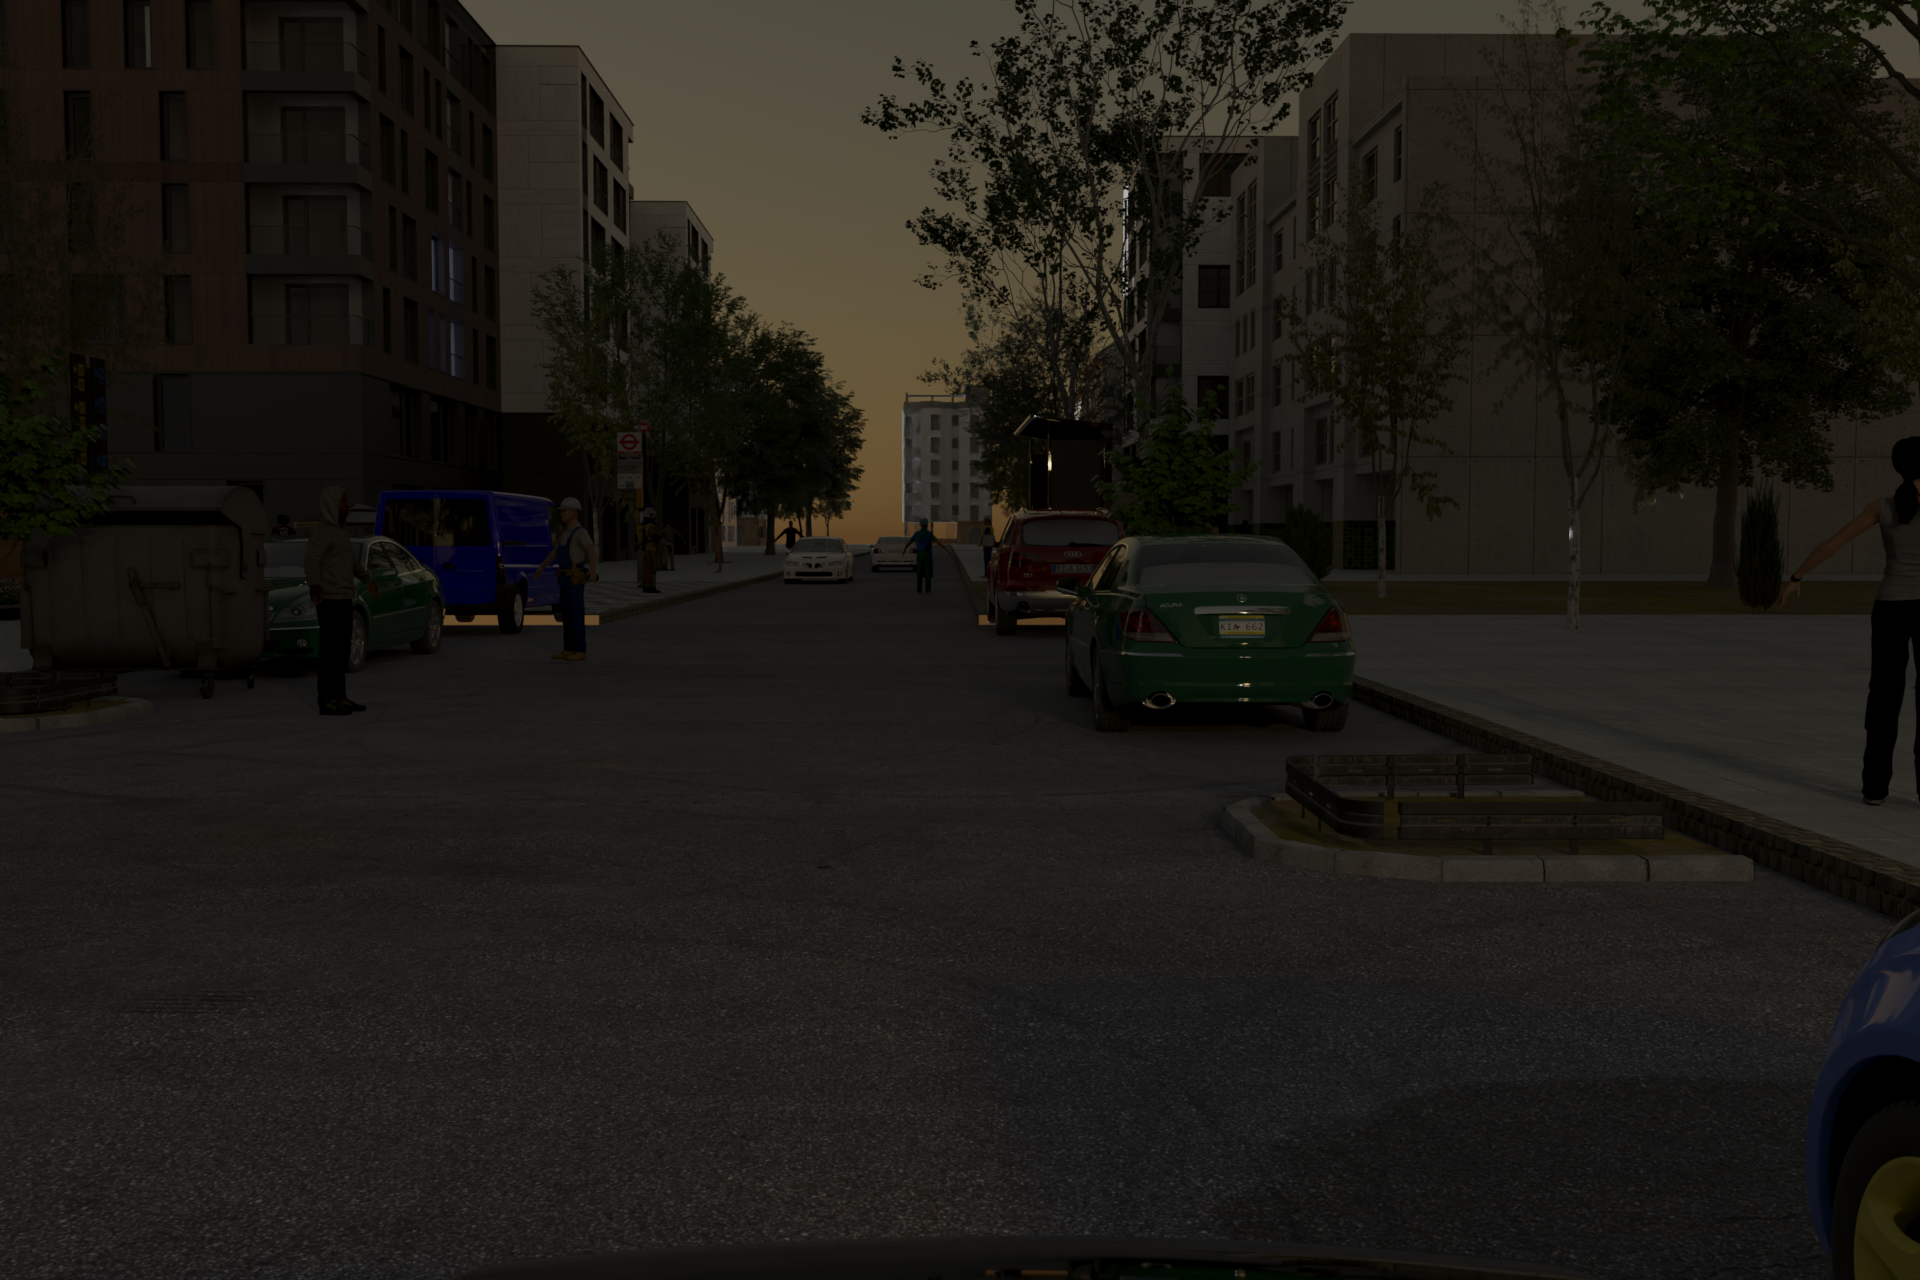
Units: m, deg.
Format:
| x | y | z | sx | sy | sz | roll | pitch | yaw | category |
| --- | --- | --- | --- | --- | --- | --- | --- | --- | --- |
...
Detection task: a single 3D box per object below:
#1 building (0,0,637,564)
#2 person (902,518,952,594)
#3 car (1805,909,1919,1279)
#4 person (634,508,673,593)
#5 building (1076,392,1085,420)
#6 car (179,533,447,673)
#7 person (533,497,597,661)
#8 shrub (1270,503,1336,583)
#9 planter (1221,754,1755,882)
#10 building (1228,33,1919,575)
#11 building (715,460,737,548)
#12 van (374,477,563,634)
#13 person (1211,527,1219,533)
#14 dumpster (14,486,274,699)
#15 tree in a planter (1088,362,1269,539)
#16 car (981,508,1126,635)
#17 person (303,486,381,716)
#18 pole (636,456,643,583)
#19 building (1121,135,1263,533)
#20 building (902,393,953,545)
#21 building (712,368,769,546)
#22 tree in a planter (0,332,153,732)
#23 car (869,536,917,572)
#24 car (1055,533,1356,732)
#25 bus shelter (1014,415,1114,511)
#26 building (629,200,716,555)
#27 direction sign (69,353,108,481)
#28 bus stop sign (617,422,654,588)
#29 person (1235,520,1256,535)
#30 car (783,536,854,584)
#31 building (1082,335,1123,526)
| x | y | z | sx | sy | sz | roll | pitch | yaw | category |
| --- | --- | --- | --- | --- | --- | --- | --- | --- | --- |
| -29.789 | -13.844 | 70.329 | 27.936 | 21.610 | 32.646 | 0 | 4 | -1 | building |
| -0.840 | -2.027 | 41.717 | 1.347 | 1.817 | 0.704 | 2 | 4 | 29 | person |
| 2.275 | 0.498 | 1.449 | 1.945 | 1.707 | 3.694 | 0 | 4 | -1 | car |
| -6.743 | -1.956 | 37.746 | 0.705 | 1.858 | 1.354 | -3 | 5 | -44 | person |
| 22.003 | -22.015 | 190.877 | 19.493 | 23.208 | 18.063 | 0 | 3 | 0 | building |
| -7.160 | -0.461 | 19.340 | 2.131 | 1.459 | 4.920 | 0 | 4 | -1 | car |
| -4.442 | -0.697 | 19.716 | 0.705 | 1.847 | 1.347 | -3 | 5 | -41 | person |
| 8.041 | -2.263 | 41.035 | 1.661 | 2.075 | 1.752 | 0 | 3 | 0 | shrub |
| 2.280 | 0.796 | 8.125 | 1.991 | 0.319 | 1.994 | 0 | 4 | -1 | planter |
| 21.960 | -12.455 | 70.100 | 16.747 | 18.905 | 31.486 | 0 | 4 | -1 | building |
| -26.336 | -13.930 | 169.902 | 9.099 | 9.664 | 28.070 | 0 | 4 | 0 | building |
| -7.279 | -1.354 | 26.521 | 2.240 | 2.365 | 5.245 | 0 | 4 | -1 | van |
| 4.717 | -1.390 | 31.994 | 0.991 | 1.433 | 0.599 | 0 | 4 | -6 | person |
| -7.260 | -0.444 | 15.475 | 1.865 | 1.857 | 1.264 | 0 | 4 | -1 | dumpster |
| 2.237 | -1.273 | 18.042 | 1.991 | 3.239 | 1.994 | 0 | 4 | -1 | tree in a planter |
| 1.476 | -1.063 | 26.058 | 2.281 | 1.827 | 5.304 | 0 | 4 | -1 | car |
| -4.959 | -0.320 | 13.819 | 0.705 | 1.813 | 1.348 | 0 | 4 | 1 | person |
| -8.345 | -3.138 | 45.156 | 0.158 | 3.312 | 0.155 | 0 | 3 | 0 | pole |
| 23.568 | -16.003 | 105.625 | 27.936 | 21.610 | 32.646 | 0 | 4 | -1 | building |
| -7.140 | -22.312 | 223.677 | 11.380 | 20.090 | 16.016 | 0 | 4 | 2 | building |
| -26.784 | -20.235 | 187.265 | 16.016 | 20.090 | 11.380 | 0 | 4 | 0 | building |
| -7.479 | -0.986 | 13.342 | 1.991 | 3.239 | 1.994 | 0 | 4 | 0 | tree in a planter |
| -2.468 | -3.317 | 66.587 | 2.083 | 1.381 | 4.827 | 0 | 4 | -2 | car |
| 1.873 | -0.133 | 13.971 | 2.131 | 1.459 | 4.920 | 0 | 4 | -1 | car |
| 2.182 | -2.811 | 37.240 | 1.731 | 3.624 | 6.357 | 0 | 4 | -1 | bus shelter |
| -30.616 | -15.907 | 104.047 | 27.936 | 21.610 | 32.646 | 0 | 4 | -1 | building |
| -11.100 | -1.844 | 22.140 | 0.379 | 3.537 | 0.876 | 0 | 4 | -1 | direction sign |
| -7.754 | -3.225 | 41.436 | 0.855 | 3.939 | 0.416 | 0 | 4 | 1 | bus stop sign |
| 9.327 | -3.043 | 56.476 | 1.216 | 1.740 | 0.721 | 2 | 4 | 28 | person |
| -4.166 | -2.391 | 51.448 | 2.083 | 1.381 | 4.827 | 0 | 4 | 0 | car |
| 21.089 | -19.754 | 153.901 | 19.493 | 23.208 | 18.063 | 0 | 4 | -1 | building |
